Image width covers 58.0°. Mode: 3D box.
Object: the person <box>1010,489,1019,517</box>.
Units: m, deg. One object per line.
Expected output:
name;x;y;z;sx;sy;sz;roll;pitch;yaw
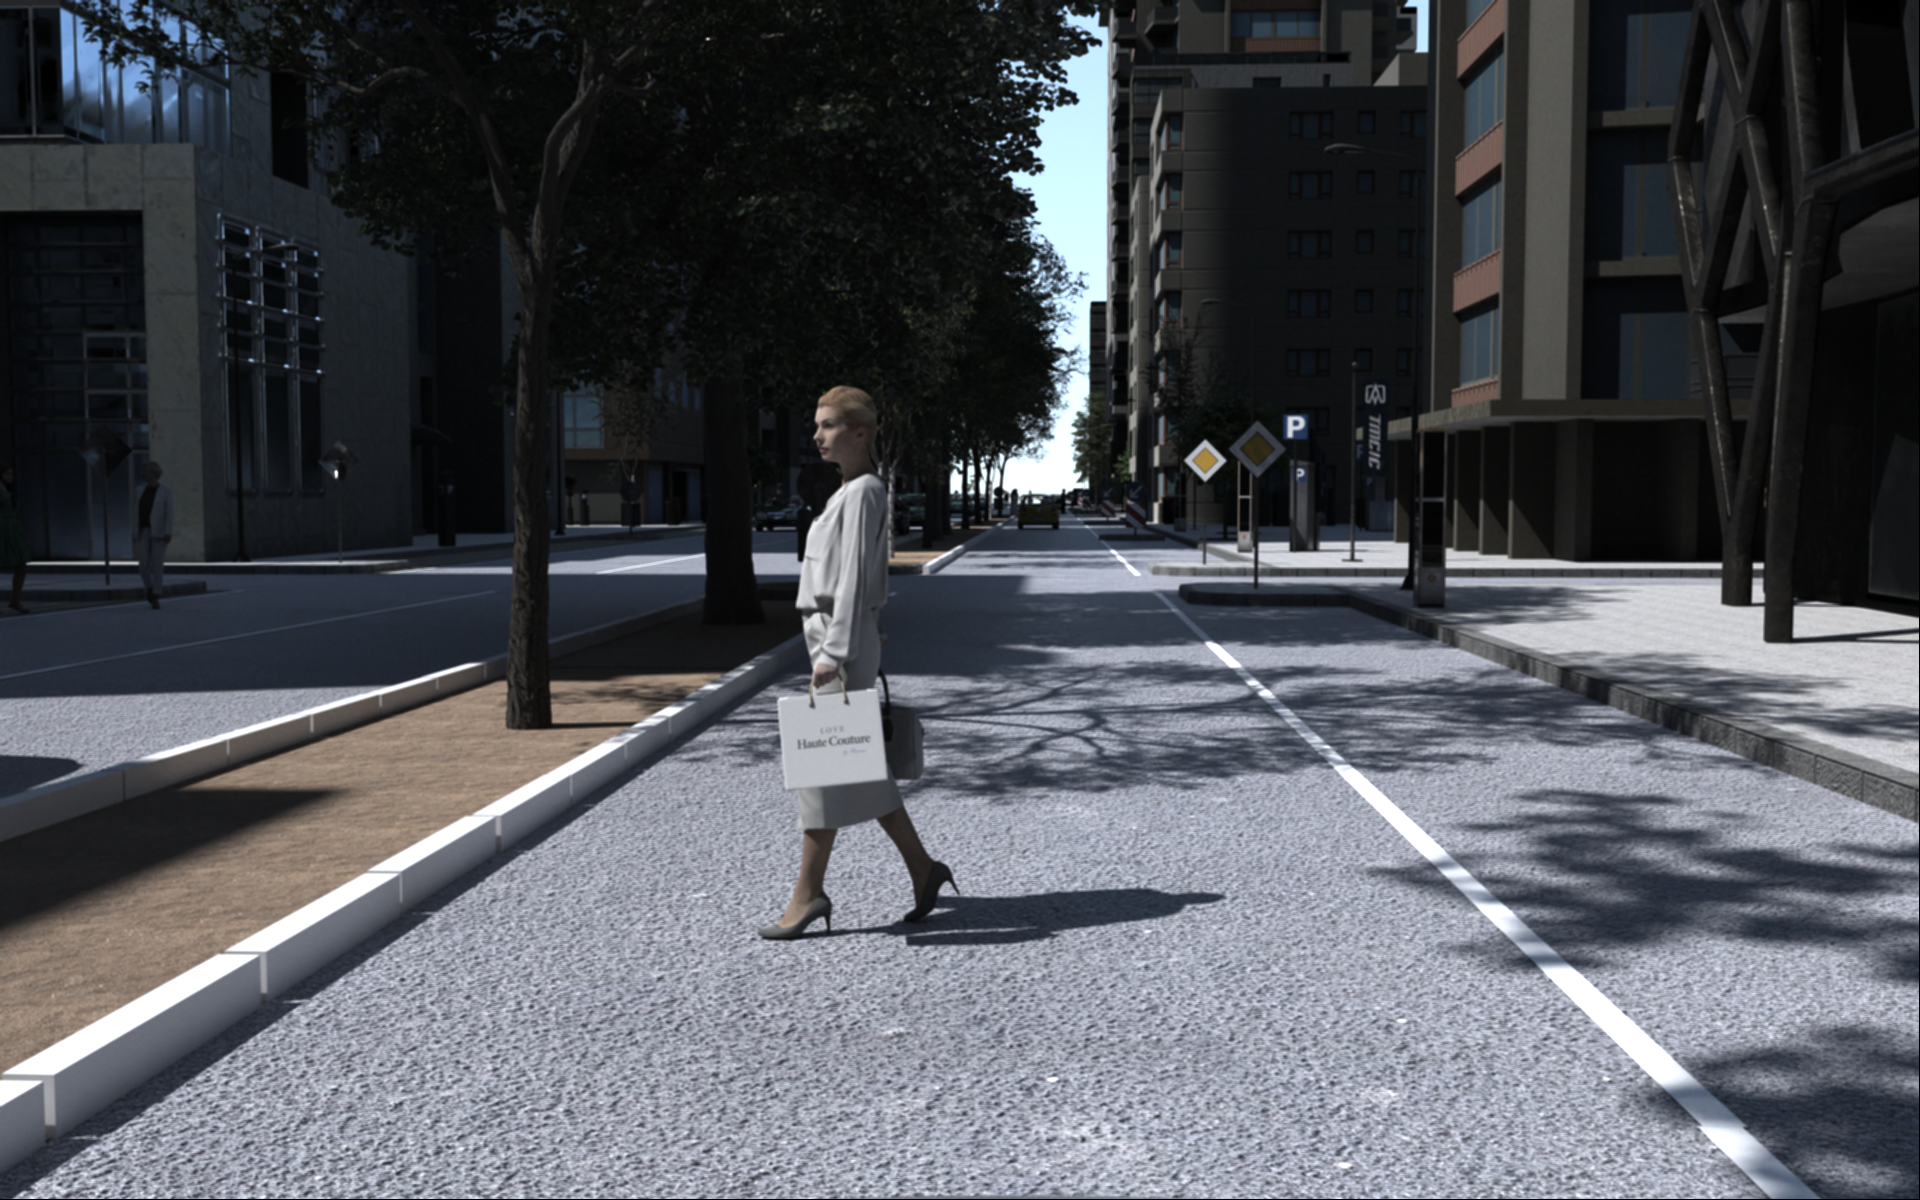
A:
person;3.413;-6.117;109.185;0.621;1.740;0.551;3;4;37

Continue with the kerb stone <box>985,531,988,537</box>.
kerb stone;0.730;-2.069;56.043;0.120;0.150;1.000;0;4;3

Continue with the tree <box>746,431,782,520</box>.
tree;-10.824;-6.361;87.718;4.285;4.588;4.351;0;3;0

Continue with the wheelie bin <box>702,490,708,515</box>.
wheelie bin;-11.191;-4.277;77.844;0.693;1.594;0.980;2;4;24

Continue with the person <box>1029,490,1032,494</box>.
person;6.702;-9.626;165.964;0.705;1.814;1.350;-3;5;-44

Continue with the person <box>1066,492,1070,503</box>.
person;15.297;-14.355;243.735;0.617;1.759;0.750;3;5;39

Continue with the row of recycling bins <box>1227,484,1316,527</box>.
row of recycling bins;12.392;-3.778;68.876;3.534;1.692;1.069;0;4;-4

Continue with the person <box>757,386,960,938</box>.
person;-0.326;0.197;5.633;0.624;1.780;0.694;0;4;7

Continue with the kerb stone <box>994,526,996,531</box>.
kerb stone;1.156;-2.571;64.237;0.120;0.150;1.000;0;4;3

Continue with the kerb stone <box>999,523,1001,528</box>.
kerb stone;1.491;-2.946;70.376;0.120;0.150;1.000;0;4;3

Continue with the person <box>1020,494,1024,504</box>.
person;8.801;-14.272;245.029;0.628;1.438;0.799;3;5;39

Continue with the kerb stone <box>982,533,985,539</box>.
kerb stone;0.617;-1.945;53.997;0.120;0.150;1.000;0;4;3

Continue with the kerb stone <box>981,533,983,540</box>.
kerb stone;0.561;-1.877;52.977;0.120;0.150;1.000;0;4;3

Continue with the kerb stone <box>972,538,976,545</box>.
kerb stone;0.295;-1.569;47.848;0.120;0.150;1.000;0;4;3

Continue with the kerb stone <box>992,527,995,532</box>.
kerb stone;1.105;-2.507;63.213;0.120;0.150;1.000;0;4;3

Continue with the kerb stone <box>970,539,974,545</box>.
kerb stone;0.231;-1.506;46.816;0.120;0.150;1.000;0;4;3

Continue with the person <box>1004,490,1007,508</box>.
person;4.528;-10.140;174.309;0.705;1.822;1.348;0;4;-2

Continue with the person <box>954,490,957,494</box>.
person;-0.332;-9.278;160.328;0.705;1.807;1.348;3;5;42

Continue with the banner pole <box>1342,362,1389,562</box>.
banner pole;7.712;-2.622;32.890;0.863;3.779;0.401;1;4;9

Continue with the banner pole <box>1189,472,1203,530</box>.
banner pole;8.490;-4.388;61.757;0.401;3.779;0.863;-1;4;-20

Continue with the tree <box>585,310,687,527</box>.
tree;-12.706;-7.162;67.466;4.360;8.622;3.978;0;3;0

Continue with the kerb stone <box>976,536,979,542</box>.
kerb stone;0.399;-1.695;49.910;0.120;0.150;1.000;0;4;3

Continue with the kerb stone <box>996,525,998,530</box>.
kerb stone;1.269;-2.696;66.281;0.120;0.150;1.000;0;4;3

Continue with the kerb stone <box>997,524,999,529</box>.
kerb stone;1.381;-2.822;68.331;0.120;0.150;1.000;0;4;3

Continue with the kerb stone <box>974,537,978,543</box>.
kerb stone;0.341;-1.632;48.878;0.120;0.150;1.000;0;4;3

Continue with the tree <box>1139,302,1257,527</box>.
tree;8.926;-7.118;66.740;4.360;8.622;3.978;0;3;0

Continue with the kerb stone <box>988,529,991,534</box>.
kerb stone;0.898;-2.257;59.116;0.120;0.150;1.000;0;4;3

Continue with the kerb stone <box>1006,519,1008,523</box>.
kerb stone;2.027;-3.574;80.626;0.120;0.150;1.000;0;4;3

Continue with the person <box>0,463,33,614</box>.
person;-11.365;-0.724;20.588;0.529;1.795;0.600;0;4;2

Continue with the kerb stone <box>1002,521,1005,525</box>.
kerb stone;1.763;-3.260;75.503;0.120;0.150;1.000;0;4;3

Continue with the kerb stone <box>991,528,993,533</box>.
kerb stone;0.996;-2.382;61.170;0.120;0.150;1.000;0;4;3

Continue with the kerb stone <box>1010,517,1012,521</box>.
kerb stone;2.415;-4.011;87.781;0.120;0.150;1.000;0;4;3

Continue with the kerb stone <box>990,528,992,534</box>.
kerb stone;0.948;-2.317;60.150;0.120;0.150;1.000;0;4;3

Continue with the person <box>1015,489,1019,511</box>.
person;4.051;-7.234;126.715;0.705;1.831;1.348;-1;4;-20

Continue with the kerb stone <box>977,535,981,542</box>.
kerb stone;0.450;-1.758;50.931;0.120;0.150;1.000;0;4;3

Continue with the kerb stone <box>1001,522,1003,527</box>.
kerb stone;1.646;-3.134;73.452;0.120;0.150;1.000;0;4;3

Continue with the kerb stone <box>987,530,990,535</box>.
kerb stone;0.836;-2.195;58.089;0.120;0.150;1.000;0;4;3

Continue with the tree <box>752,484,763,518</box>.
tree;-11.072;-5.964;92.120;1.663;3.219;1.824;0;3;0

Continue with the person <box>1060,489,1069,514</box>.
person;7.594;-7.196;126.165;0.705;1.823;1.348;-1;4;-22

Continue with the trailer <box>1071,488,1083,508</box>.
trailer;11.994;-10.338;176.081;1.471;1.999;3.904;0;4;2

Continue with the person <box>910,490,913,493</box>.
person;-3.764;-7.890;138.291;0.721;1.735;1.217;-3;4;-37

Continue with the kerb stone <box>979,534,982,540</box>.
kerb stone;0.510;-1.820;51.951;0.120;0.150;1.000;0;4;3

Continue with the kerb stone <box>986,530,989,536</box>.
kerb stone;0.784;-2.125;57.064;0.120;0.150;1.000;0;4;3

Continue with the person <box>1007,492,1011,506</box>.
person;5.659;-12.112;207.360;0.721;1.723;1.217;3;5;42

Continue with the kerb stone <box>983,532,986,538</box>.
kerb stone;0.673;-2.008;55.023;0.120;0.150;1.000;0;4;3

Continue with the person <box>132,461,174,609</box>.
person;-10.181;-0.825;21.867;0.514;1.842;0.818;-1;4;-19
